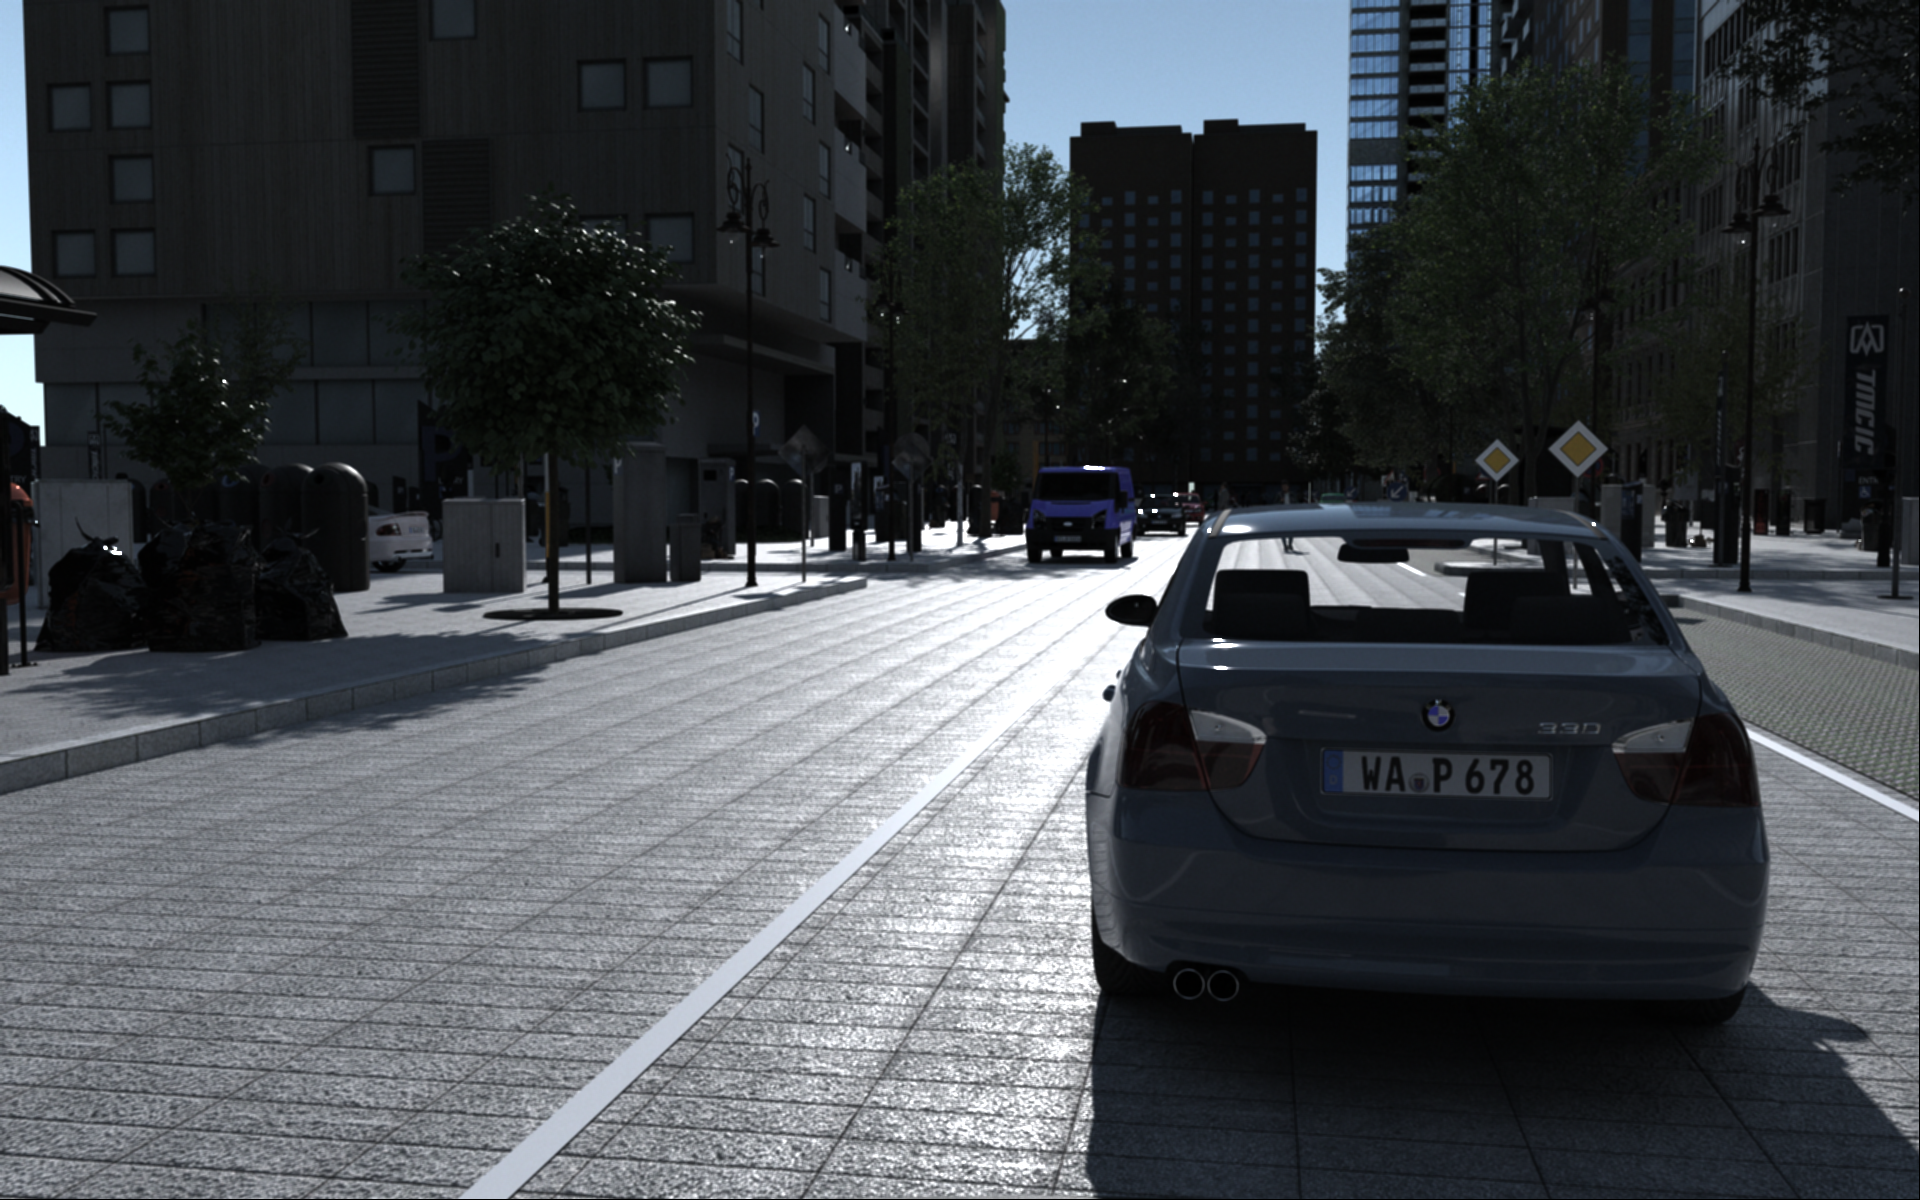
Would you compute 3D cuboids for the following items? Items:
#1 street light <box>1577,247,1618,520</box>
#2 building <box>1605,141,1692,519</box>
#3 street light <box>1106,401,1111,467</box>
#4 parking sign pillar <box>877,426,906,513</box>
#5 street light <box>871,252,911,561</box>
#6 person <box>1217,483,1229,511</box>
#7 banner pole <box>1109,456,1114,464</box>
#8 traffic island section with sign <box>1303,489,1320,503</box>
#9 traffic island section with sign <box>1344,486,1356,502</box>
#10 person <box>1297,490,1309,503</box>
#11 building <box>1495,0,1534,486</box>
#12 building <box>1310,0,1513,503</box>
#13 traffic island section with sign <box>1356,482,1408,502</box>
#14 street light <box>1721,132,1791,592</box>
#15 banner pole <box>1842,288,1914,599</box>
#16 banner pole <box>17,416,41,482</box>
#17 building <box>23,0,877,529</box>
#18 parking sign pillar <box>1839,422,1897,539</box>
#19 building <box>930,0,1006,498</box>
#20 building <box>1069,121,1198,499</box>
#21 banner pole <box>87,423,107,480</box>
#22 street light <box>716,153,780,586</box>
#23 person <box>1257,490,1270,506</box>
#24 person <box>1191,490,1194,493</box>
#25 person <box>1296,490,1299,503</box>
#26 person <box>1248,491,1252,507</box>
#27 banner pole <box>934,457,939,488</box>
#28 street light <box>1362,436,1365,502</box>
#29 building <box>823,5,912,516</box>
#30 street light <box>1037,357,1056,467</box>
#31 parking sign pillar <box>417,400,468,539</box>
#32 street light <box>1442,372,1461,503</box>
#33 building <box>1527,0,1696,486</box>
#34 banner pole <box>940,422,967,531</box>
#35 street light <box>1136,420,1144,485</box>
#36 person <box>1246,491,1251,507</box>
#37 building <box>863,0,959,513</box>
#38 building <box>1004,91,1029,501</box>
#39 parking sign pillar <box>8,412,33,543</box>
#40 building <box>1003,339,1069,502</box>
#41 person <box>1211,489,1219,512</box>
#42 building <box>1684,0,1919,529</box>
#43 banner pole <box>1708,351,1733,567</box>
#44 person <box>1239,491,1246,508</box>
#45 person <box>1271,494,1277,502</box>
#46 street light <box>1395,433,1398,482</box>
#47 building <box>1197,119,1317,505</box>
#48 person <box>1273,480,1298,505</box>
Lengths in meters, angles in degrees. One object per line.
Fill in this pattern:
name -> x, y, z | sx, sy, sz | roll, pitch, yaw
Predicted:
street light -> 11.972, -3.662, 32.665 | 0.468, 5.910, 1.993 | 1, 4, 10
building -> 41.737, -15.604, 91.276 | 11.583, 22.565, 21.152 | 1, 4, 10
street light -> 6.903, -6.631, 81.201 | 0.468, 5.910, 1.993 | 1, 4, 10
parking sign pillar -> -2.625, -4.930, 69.072 | 1.447, 3.967, 1.447 | -2, 4, -30
street light -> -1.319, -3.702, 33.308 | 0.468, 5.910, 1.993 | 1, 4, 10
person -> 8.593, -2.945, 56.839 | 0.473, 1.802, 0.592 | 3, 5, 43
banner pole -> 9.100, -6.982, 104.170 | 0.401, 3.779, 0.863 | -1, 4, -17
traffic island section with sign -> 27.060, -7.578, 132.524 | 1.989, 1.847, 2.006 | 1, 4, 10
traffic island section with sign -> 18.537, -4.537, 82.810 | 1.989, 1.847, 2.006 | 1, 4, 10
person -> 30.580, -8.961, 155.023 | 1.348, 1.823, 0.705 | 2, 4, 29
building -> 57.973, -32.192, 145.953 | 23.786, 49.044, 30.456 | 1, 4, 10
building -> 58.268, -54.721, 207.362 | 31.000, 86.520, 22.319 | 1, 4, 10
traffic island section with sign -> 13.949, -2.897, 55.993 | 1.989, 1.847, 2.006 | 1, 4, 10
street light -> 10.325, -3.048, 22.616 | 0.468, 5.910, 1.993 | 1, 4, 10
banner pole -> 11.278, -1.911, 21.262 | 0.863, 3.779, 0.401 | 2, 4, 28
banner pole -> -30.052, -4.027, 55.861 | 0.863, 3.779, 0.401 | 0, 4, -5
building -> -19.526, -29.682, 74.537 | 28.713, 52.752, 27.495 | 1, 4, 10
parking sign pillar -> 26.020, -3.736, 49.562 | 1.447, 3.967, 1.447 | -2, 4, -34
building -> -4.315, -27.822, 138.476 | 14.154, 41.232, 14.086 | 1, 4, 10
building -> 21.122, -34.303, 210.956 | 14.200, 45.320, 14.600 | 1, 4, 10
banner pole -> -30.187, -4.328, 60.775 | 0.863, 3.779, 0.401 | 0, 4, 5
street light -> -2.905, -3.130, 23.964 | 0.468, 5.910, 1.993 | 1, 4, 10
person -> 27.644, -9.105, 157.359 | 1.348, 1.826, 0.705 | 3, 5, 42
person -> 18.201, -7.677, 134.708 | 0.721, 1.739, 1.217 | 1, 4, 18
person -> 32.559, -9.697, 167.053 | 0.705, 1.823, 1.348 | 1, 4, 9
person -> 26.713, -9.209, 159.989 | 0.530, 1.710, 0.541 | -1, 4, -13
banner pole -> -1.283, -6.835, 101.766 | 0.401, 3.779, 0.863 | -3, 5, -41
street light -> 24.269, -8.035, 104.158 | 0.468, 5.910, 1.993 | 1, 4, 10
building -> -11.098, -20.307, 103.726 | 14.160, 30.474, 14.107 | 1, 4, 10
street light -> 2.840, -5.154, 57.054 | 0.468, 5.910, 1.993 | 1, 4, 10
parking sign pillar -> -14.818, -3.742, 49.660 | 1.447, 3.967, 1.447 | -2, 4, -29
street light -> 15.994, -5.116, 56.435 | 0.468, 5.910, 1.993 | 1, 4, 10
building -> 49.354, -29.037, 124.870 | 14.600, 45.320, 14.200 | 1, 4, 10
banner pole -> -0.171, -4.278, 59.957 | 0.863, 3.779, 0.401 | -1, 4, -18
street light -> 10.982, -8.098, 105.184 | 0.468, 5.910, 1.993 | 1, 4, 10
person -> 25.433, -8.785, 152.861 | 0.721, 1.735, 1.217 | 2, 4, 28
building -> -10.792, -41.716, 120.307 | 20.563, 71.187, 20.611 | 1, 4, 10
building -> -9.099, -31.017, 161.748 | 28.867, 44.769, 22.147 | 1, 4, 10
parking sign pillar -> -25.132, -3.489, 45.514 | 1.447, 3.967, 1.447 | -2, 4, -29
building -> 0.865, -23.090, 222.566 | 28.899, 21.520, 27.650 | 1, 4, 10
person -> 20.303, -7.899, 137.670 | 0.705, 1.821, 1.348 | -1, 4, -15
building -> 38.640, -15.469, 70.936 | 12.078, 24.808, 19.932 | 1, 4, 10
banner pole -> 13.439, -2.483, 30.609 | 0.401, 3.779, 0.863 | 1, 4, 12
person -> 24.128, -8.485, 148.050 | 0.721, 1.723, 1.217 | -1, 4, -16
person -> 27.593, -8.515, 150.983 | 1.065, 1.426, 0.557 | 0, 4, -3
street light -> 20.214, -6.572, 80.240 | 0.468, 5.910, 1.993 | 1, 4, 10
building -> 35.525, -34.226, 209.699 | 14.200, 45.320, 14.600 | 1, 4, 10
person -> 8.299, -2.153, 44.046 | 0.623, 1.781, 0.721 | -1, 4, -13
